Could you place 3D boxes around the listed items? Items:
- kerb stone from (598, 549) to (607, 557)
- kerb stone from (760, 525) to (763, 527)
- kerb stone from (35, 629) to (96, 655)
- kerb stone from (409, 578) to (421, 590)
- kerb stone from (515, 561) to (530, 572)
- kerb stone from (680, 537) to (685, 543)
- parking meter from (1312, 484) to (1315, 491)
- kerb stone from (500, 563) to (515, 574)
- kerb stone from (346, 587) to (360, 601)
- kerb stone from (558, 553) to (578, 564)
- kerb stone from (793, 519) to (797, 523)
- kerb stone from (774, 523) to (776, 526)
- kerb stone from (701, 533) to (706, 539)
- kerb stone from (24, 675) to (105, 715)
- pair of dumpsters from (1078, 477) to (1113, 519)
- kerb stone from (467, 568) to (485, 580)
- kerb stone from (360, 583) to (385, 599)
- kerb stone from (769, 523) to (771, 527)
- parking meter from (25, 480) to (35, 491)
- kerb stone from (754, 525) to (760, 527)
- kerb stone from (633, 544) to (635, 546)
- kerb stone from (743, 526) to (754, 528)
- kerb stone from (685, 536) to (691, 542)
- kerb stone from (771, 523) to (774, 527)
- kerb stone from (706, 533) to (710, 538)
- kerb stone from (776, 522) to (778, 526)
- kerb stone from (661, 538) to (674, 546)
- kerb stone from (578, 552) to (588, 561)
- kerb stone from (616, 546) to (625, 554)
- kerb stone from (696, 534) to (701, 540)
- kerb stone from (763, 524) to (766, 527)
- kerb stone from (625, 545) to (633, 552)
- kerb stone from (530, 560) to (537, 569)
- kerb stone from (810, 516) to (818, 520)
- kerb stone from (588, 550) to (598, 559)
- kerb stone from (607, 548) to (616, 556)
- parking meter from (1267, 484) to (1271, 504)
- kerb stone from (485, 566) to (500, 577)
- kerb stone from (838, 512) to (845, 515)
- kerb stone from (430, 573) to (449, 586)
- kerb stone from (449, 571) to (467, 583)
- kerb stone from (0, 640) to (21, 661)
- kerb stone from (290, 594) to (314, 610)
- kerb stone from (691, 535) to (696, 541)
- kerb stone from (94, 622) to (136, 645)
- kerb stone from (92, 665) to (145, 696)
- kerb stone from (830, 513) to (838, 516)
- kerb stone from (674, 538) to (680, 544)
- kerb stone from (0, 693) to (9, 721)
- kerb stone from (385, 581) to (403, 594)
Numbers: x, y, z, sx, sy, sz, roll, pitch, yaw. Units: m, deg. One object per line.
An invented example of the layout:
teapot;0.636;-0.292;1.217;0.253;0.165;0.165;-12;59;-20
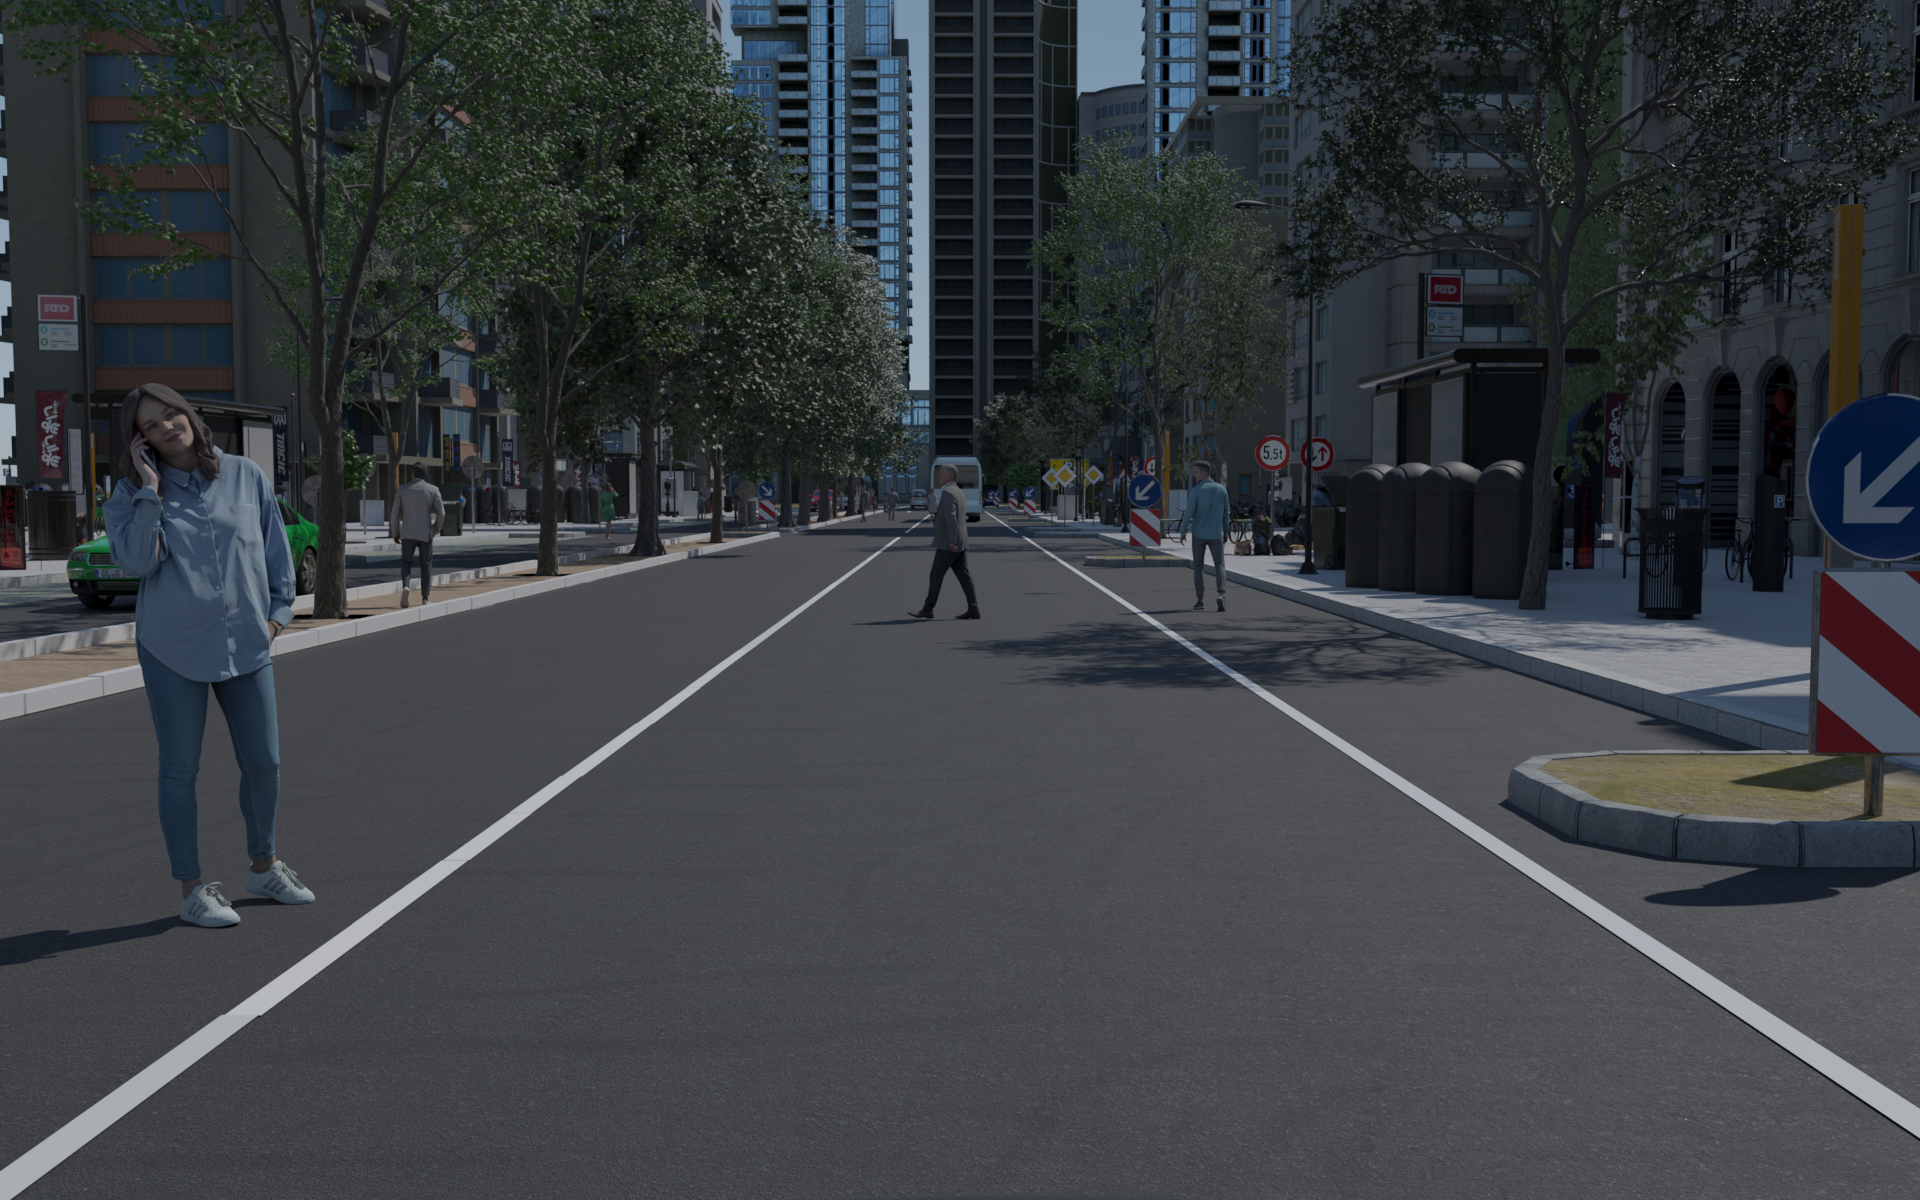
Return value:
kerb stone;-8.235;-1.049;39.346;0.120;0.150;1.000;0;3;0
kerb stone;-8.261;-2.965;70.670;0.120;0.150;1.000;0;3;0
kerb stone;-8.207;0.392;15.778;0.120;0.150;1.000;0;3;0
kerb stone;-8.215;-0.233;26.012;0.120;0.150;1.000;0;3;0
kerb stone;-8.225;-0.609;32.159;0.120;0.150;1.000;0;3;0
kerb stone;-8.246;-1.738;50.613;0.120;0.150;1.000;0;3;0
parking meter;8.723;-2.059;42.084;0.372;1.533;0.369;0;3;0
kerb stone;-8.228;-0.540;31.137;0.120;0.150;1.000;0;3;0
kerb stone;-8.217;-0.046;22.942;0.120;0.150;1.000;0;3;0
kerb stone;-8.230;-0.854;36.276;0.120;0.150;1.000;0;3;0
kerb stone;-8.272;-4.031;88.100;0.120;0.150;1.000;0;3;0
kerb stone;-8.266;-3.278;75.796;0.120;0.150;1.000;0;3;0
kerb stone;-8.251;-1.986;54.728;0.120;0.150;1.000;0;3;0
kerb stone;-6.110;0.651;11.722;0.120;0.150;1.000;0;3;0
pair of dumpsters;7.099;-5.374;90.364;1.574;2.255;4.437;0;3;0
kerb stone;-8.223;-0.417;29.078;0.120;0.150;1.000;0;3;0
kerb stone;-8.213;-0.108;23.964;0.120;0.150;1.000;0;3;0
kerb stone;-8.263;-3.153;73.745;0.120;0.150;1.000;0;3;0
parking meter;-39.520;-4.152;73.600;0.399;1.863;0.255;-2;4;-30
kerb stone;-8.251;-2.902;69.648;0.120;0.150;1.000;0;3;0
kerb stone;-8.230;-1.299;43.436;0.120;0.150;1.000;0;3;0
kerb stone;-8.253;-2.777;67.598;0.120;0.150;1.000;0;3;0
kerb stone;-8.245;-1.796;51.639;0.120;0.150;1.000;0;3;0
kerb stone;-8.254;-3.215;74.774;0.120;0.150;1.000;0;3;0
kerb stone;-8.252;-2.053;55.763;0.120;0.150;1.000;0;3;0
kerb stone;-8.256;-3.341;76.818;0.120;0.150;1.000;0;3;0
kerb stone;-8.240;-1.613;48.563;0.120;0.150;1.000;0;3;0
kerb stone;-8.226;-0.924;37.302;0.120;0.150;1.000;0;3;0
kerb stone;-8.235;-1.170;41.391;0.120;0.150;1.000;0;3;0
kerb stone;-8.244;-1.927;53.698;0.120;0.150;1.000;0;3;0
kerb stone;-8.262;-3.025;71.701;0.120;0.150;1.000;0;3;0
kerb stone;-8.235;-1.237;42.413;0.120;0.150;1.000;0;3;0
kerb stone;-8.232;-0.673;33.193;0.120;0.150;1.000;0;3;0
kerb stone;-8.279;-4.657;98.343;0.120;0.150;1.000;0;3;0
kerb stone;-8.233;-0.983;38.324;0.120;0.150;1.000;0;3;0
kerb stone;-8.235;-1.112;40.369;0.120;0.150;1.000;0;3;0
parking meter;18.628;-6.010;103.981;0.399;1.863;0.255;-1;4;-23
kerb stone;-8.230;-0.481;30.099;0.120;0.150;1.000;0;3;0
kerb stone;-8.304;-6.036;120.883;0.120;0.150;1.000;0;3;0
kerb stone;-8.226;-0.296;27.033;0.120;0.150;1.000;0;3;0
kerb stone;-8.224;-0.355;28.056;0.120;0.150;1.000;0;3;0
kerb stone;-8.215;0.455;14.757;0.120;0.150;1.000;0;3;0
kerb stone;-8.231;0.017;21.920;0.120;0.150;1.000;0;3;0
kerb stone;-8.245;-1.864;52.674;0.120;0.150;1.000;0;3;0
kerb stone;-8.211;0.331;16.800;0.120;0.150;1.000;0;3;0
kerb stone;-6.111;0.578;12.743;0.120;0.150;1.000;0;3;0
kerb stone;-8.290;-5.598;113.715;0.120;0.150;1.000;0;3;0
kerb stone;-8.242;-1.675;49.591;0.120;0.150;1.000;0;3;0
kerb stone;-6.106;0.704;10.684;0.120;0.150;1.000;0;3;0
kerb stone;-8.215;-0.171;24.986;0.120;0.150;1.000;0;3;0
